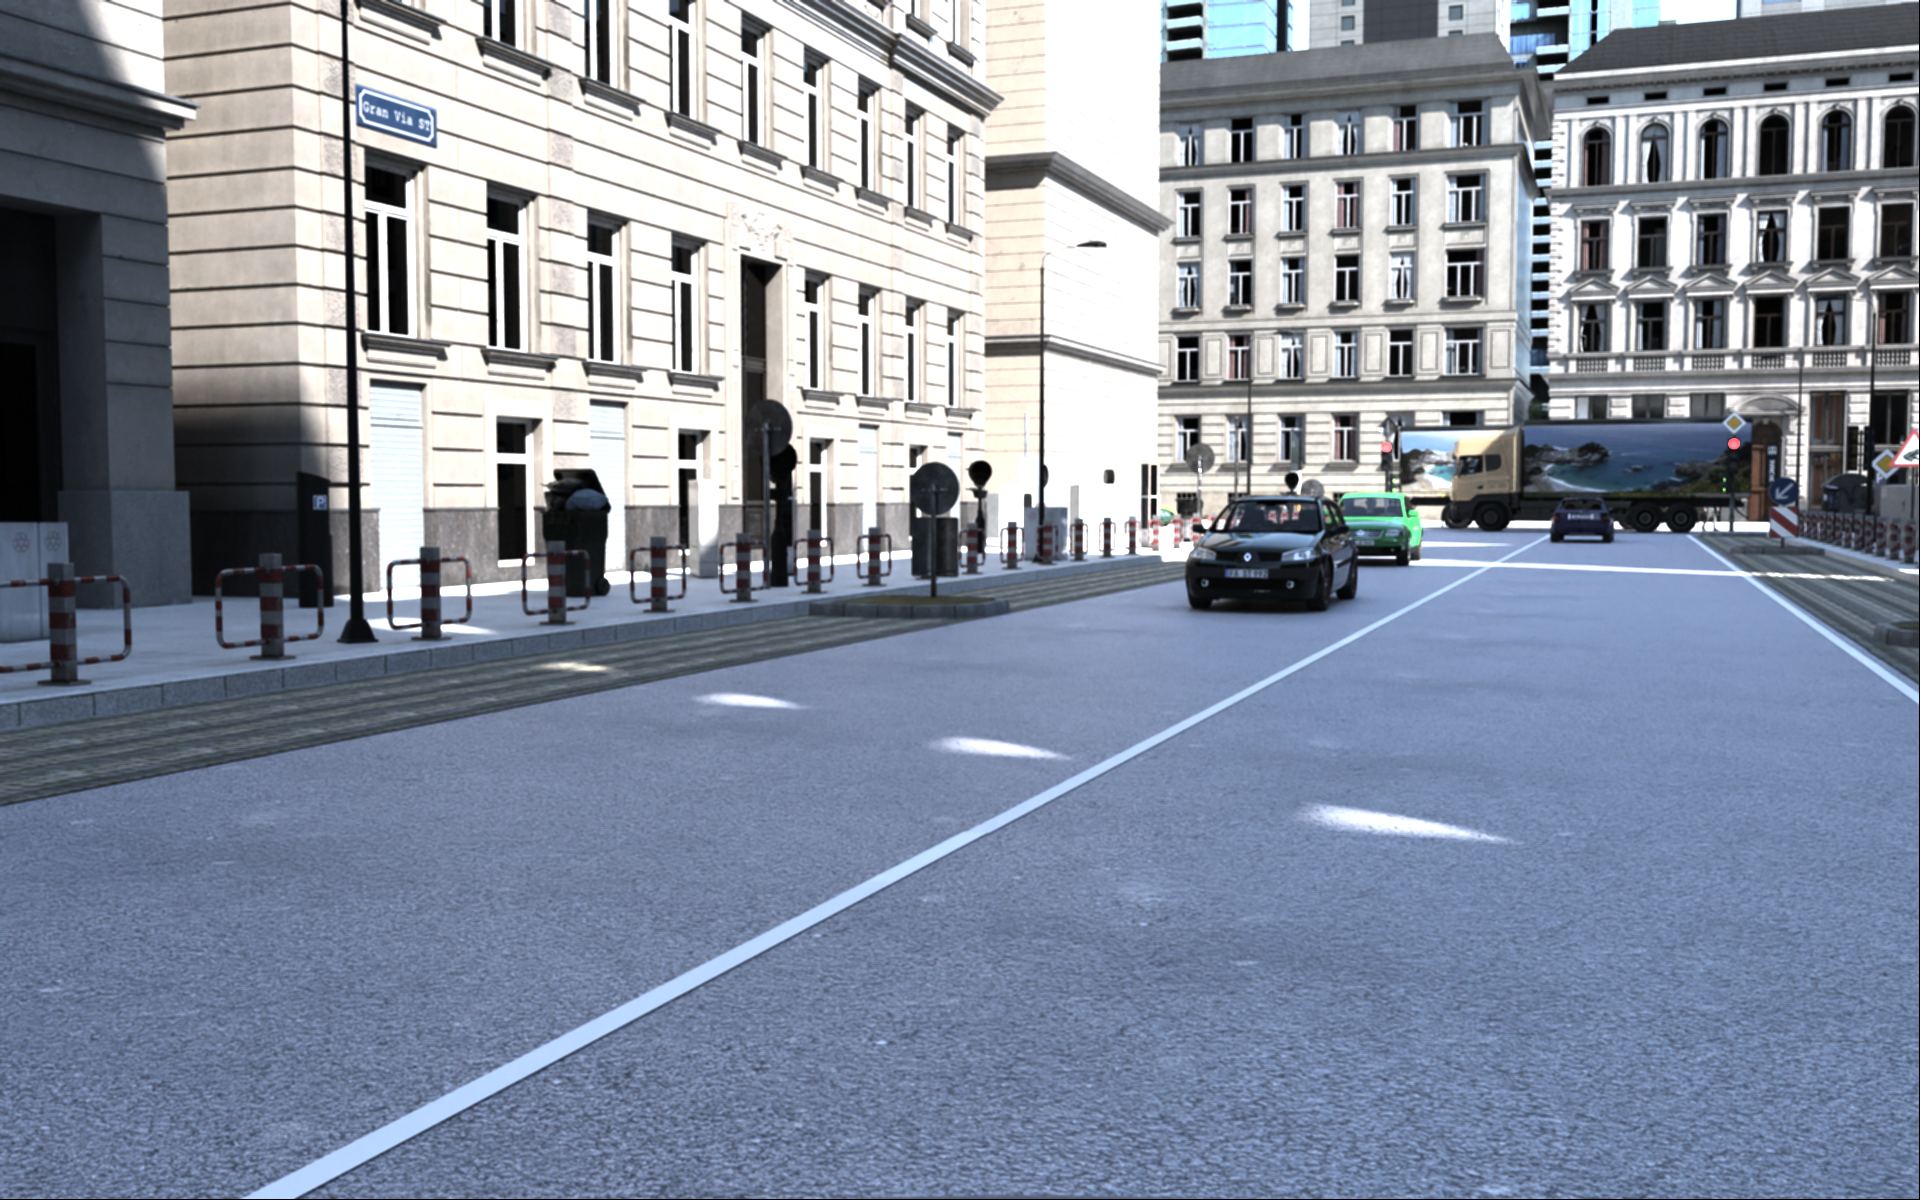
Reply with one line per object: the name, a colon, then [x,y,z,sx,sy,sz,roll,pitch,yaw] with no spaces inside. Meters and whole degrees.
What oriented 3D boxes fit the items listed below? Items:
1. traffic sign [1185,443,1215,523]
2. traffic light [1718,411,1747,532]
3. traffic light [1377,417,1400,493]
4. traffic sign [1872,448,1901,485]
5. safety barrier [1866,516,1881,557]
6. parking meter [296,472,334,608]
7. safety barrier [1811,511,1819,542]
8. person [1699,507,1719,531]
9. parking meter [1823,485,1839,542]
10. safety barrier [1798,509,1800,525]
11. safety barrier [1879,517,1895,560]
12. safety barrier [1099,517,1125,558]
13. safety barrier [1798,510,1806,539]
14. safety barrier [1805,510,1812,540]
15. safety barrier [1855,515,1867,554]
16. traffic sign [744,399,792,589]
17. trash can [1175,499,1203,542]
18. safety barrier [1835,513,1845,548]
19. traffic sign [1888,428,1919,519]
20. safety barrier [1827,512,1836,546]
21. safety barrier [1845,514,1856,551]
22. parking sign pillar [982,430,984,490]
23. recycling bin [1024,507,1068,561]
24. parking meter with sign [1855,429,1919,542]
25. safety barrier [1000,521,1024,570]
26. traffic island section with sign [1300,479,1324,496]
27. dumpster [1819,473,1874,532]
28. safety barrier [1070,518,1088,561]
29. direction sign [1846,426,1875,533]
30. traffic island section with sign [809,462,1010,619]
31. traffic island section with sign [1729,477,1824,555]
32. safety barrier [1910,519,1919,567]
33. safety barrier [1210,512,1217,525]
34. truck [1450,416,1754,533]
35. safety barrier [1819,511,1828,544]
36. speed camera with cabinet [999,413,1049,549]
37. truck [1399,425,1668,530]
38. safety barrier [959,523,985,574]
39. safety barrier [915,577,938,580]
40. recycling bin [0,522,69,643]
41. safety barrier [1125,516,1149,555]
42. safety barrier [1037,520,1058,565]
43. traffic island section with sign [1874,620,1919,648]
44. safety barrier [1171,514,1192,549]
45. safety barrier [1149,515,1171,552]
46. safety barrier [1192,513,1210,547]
traffic sign: [5.965,-2.635,43.191,0.768,2.556,0.104,2,4,28]
traffic light: [26.230,-4.276,58.826,0.839,4.253,0.868,1,4,21]
traffic light: [15.531,-4.526,62.928,0.839,4.253,0.868,1,4,21]
traffic sign: [23.246,-2.588,43.494,0.795,2.450,0.064,2,4,27]
safety barrier: [18.866,-1.296,35.471,0.300,0.817,1.120,1,4,21]
parking meter: [-7.319,-0.688,19.652,0.372,1.533,0.369,0,3,0]
safety barrier: [23.035,-1.956,46.250,0.300,0.817,1.120,1,4,21]
person: [29.084,-3.577,67.091,0.694,1.812,0.767,-1,4,-12]
parking meter: [23.605,-2.357,46.947,0.372,1.533,0.369,0,3,0]
safety barrier: [25.112,-2.285,51.628,0.300,0.817,1.120,1,4,21]
safety barrier: [18.174,-1.186,33.669,0.300,0.817,1.120,1,4,21]
safety barrier: [2.970,-1.263,34.924,0.300,0.817,1.120,1,4,21]
safety barrier: [24.426,-2.175,49.837,0.300,0.817,1.120,1,4,21]
safety barrier: [23.733,-2.066,48.050,0.300,0.817,1.120,1,4,21]
safety barrier: [19.562,-1.406,37.263,0.300,0.817,1.120,1,4,21]
traffic sign: [-2.599,-1.419,23.300,0.768,2.556,0.104,2,4,27]
trash can: [6.096,-2.112,46.180,0.748,1.137,0.748,0,3,0]
safety barrier: [20.946,-1.625,40.844,0.300,0.817,1.120,1,4,21]
traffic sign: [18.872,-2.099,34.321,0.884,2.594,0.081,2,4,27]
safety barrier: [21.642,-1.735,42.645,0.300,0.817,1.120,1,4,21]
safety barrier: [20.253,-1.515,39.051,0.300,0.817,1.120,1,4,21]
parking sign pillar: [-0.002,-3.531,46.207,1.447,3.967,1.447,2,4,34]
recycling bin: [1.673,-1.292,33.677,0.722,1.027,0.722,1,4,17]
parking meter with sign: [24.719,-3.046,46.058,1.738,3.016,0.543,-1,4,-11]
safety barrier: [0.890,-0.934,29.547,0.300,0.817,1.120,1,4,21]
traffic island section with sign: [9.371,-2.302,46.267,1.989,1.847,2.006,1,4,21]
dumpster: [25.148,-2.652,49.120,1.264,1.857,1.865,1,4,21]
safety barrier: [2.279,-1.153,33.131,0.300,0.817,1.120,1,4,21]
direction sign: [29.913,-4.011,57.576,0.876,3.537,0.379,0,4,3]
traffic island section with sign: [-0.491,-0.743,20.774,1.989,1.847,2.006,1,4,21]
traffic island section with sign: [19.566,-2.012,41.524,1.989,1.847,2.006,1,4,21]
safety barrier: [17.480,-1.077,31.882,0.300,0.817,1.120,1,4,21]
safety barrier: [6.437,-1.812,43.896,0.300,0.817,1.120,1,4,21]
truck: [23.828,-4.696,65.698,11.283,4.237,2.839,1,4,23]
safety barrier: [22.336,-1.845,44.446,0.300,0.817,1.120,1,4,21]
speed camera with cabinet: [1.549,-2.886,41.528,0.660,3.252,2.038,1,4,22]
truck: [23.869,-5.015,70.908,11.283,4.237,2.839,1,4,21]
safety barrier: [0.196,-0.825,27.760,0.300,0.817,1.120,1,4,21]
safety barrier: [-0.498,-0.715,25.961,0.300,0.817,1.120,1,4,21]
recycling bin: [-8.401,-0.166,15.276,0.722,1.027,0.722,1,4,18]
safety barrier: [3.657,-1.373,36.717,0.300,0.817,1.120,1,4,21]
safety barrier: [1.587,-1.044,31.343,0.300,0.817,1.120,1,4,21]
traffic island section with sign: [9.844,-0.474,16.376,1.989,1.847,2.006,1,4,21]
safety barrier: [5.048,-1.592,40.308,0.300,0.817,1.120,1,4,21]
safety barrier: [4.359,-1.483,38.519,0.300,0.817,1.120,1,4,21]
safety barrier: [5.741,-1.702,42.098,0.300,0.817,1.120,1,4,21]
